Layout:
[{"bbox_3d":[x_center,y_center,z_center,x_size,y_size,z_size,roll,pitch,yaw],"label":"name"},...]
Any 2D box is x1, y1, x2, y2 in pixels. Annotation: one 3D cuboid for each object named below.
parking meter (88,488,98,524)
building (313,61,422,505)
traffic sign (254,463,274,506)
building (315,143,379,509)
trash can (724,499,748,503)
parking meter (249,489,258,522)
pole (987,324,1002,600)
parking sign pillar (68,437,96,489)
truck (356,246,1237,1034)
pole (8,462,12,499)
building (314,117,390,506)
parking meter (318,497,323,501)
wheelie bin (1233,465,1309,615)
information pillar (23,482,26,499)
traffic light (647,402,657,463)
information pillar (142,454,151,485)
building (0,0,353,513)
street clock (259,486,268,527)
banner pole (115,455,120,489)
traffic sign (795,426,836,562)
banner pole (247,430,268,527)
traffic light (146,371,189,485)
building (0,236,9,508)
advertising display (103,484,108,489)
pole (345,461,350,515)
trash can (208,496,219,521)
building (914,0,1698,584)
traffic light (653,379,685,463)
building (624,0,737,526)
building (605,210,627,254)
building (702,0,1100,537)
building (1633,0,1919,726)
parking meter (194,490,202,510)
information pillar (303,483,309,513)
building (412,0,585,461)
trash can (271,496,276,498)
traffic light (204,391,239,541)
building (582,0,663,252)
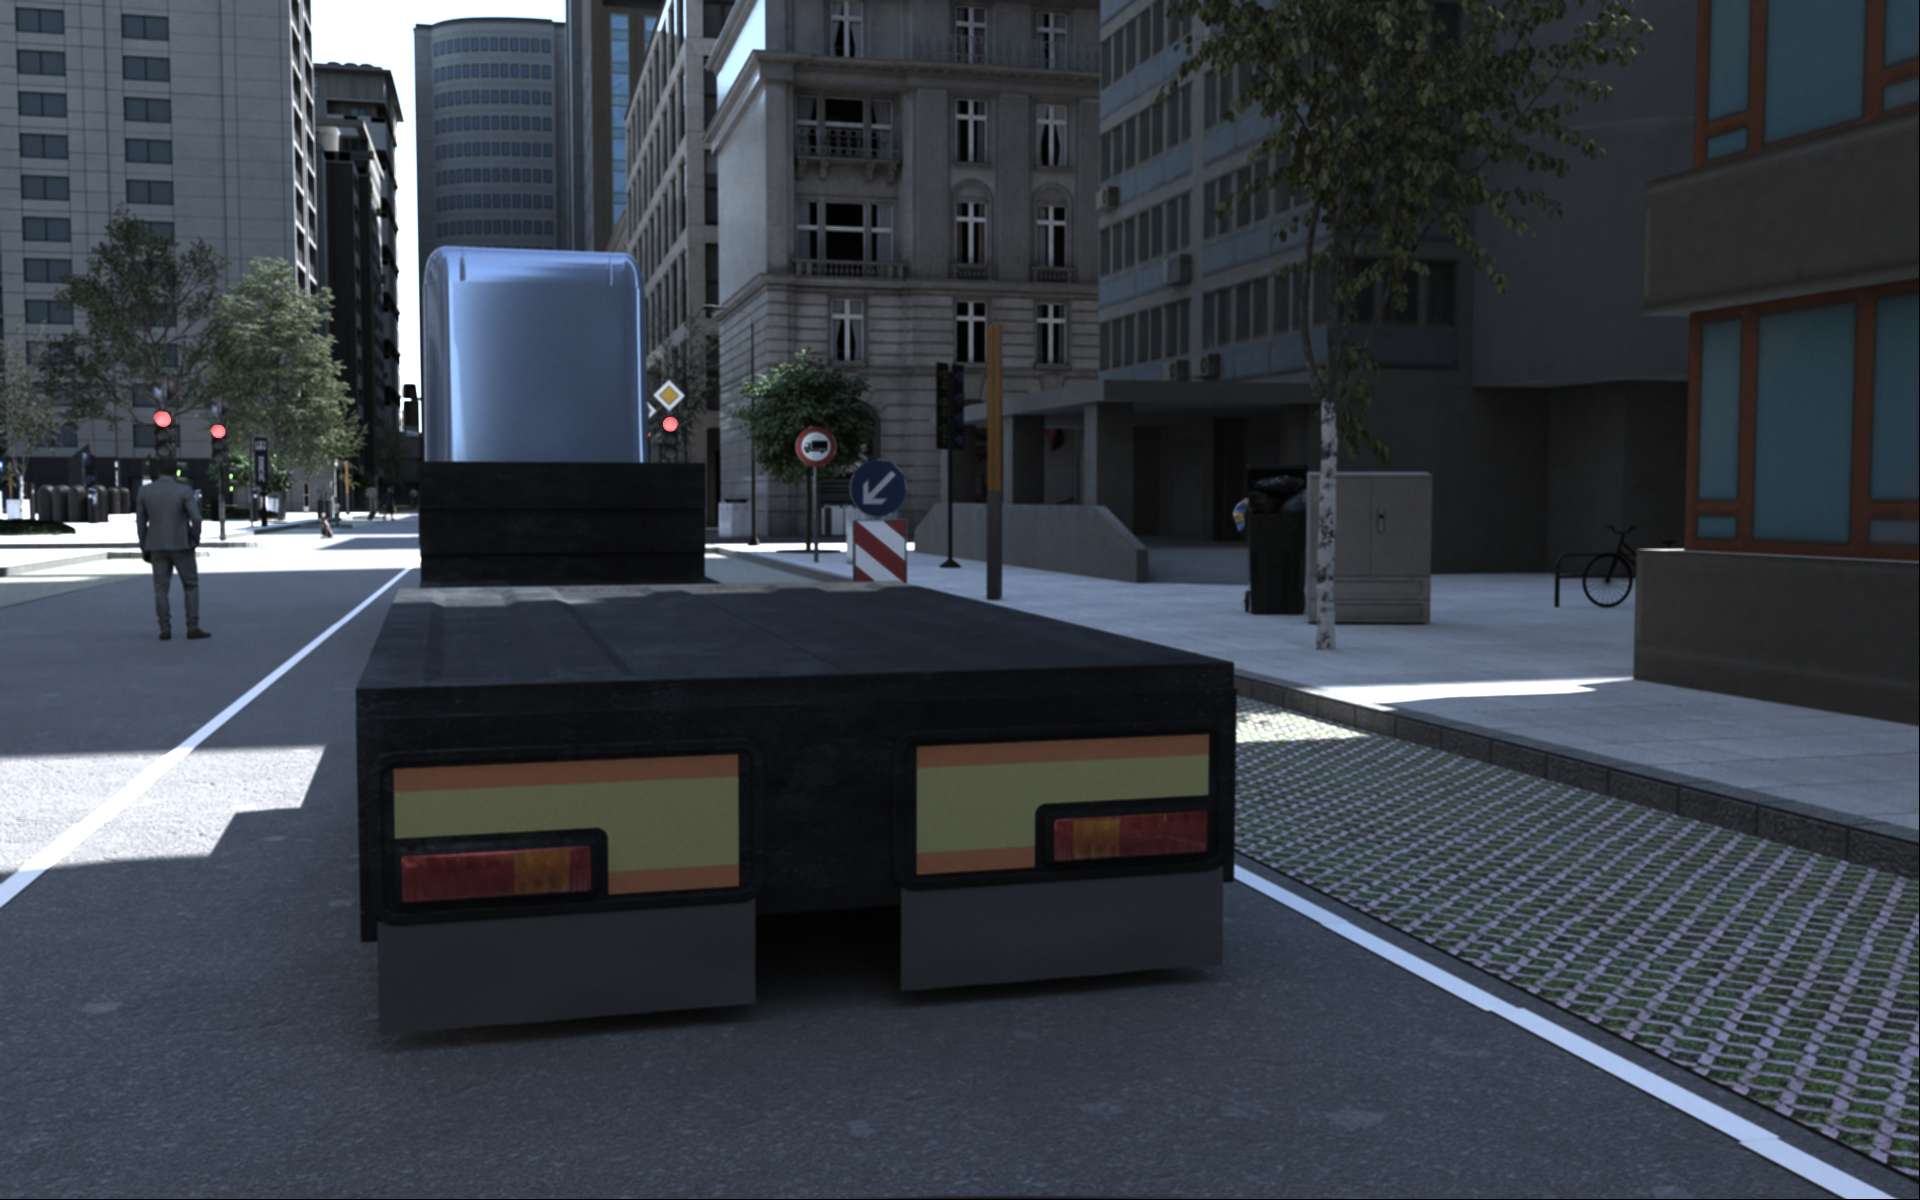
[{"bbox_3d":[-37.622,-4.082,75.153,0.372,1.533,0.369,0,3,0],"label":"parking meter"},{"bbox_3d":[-80.037,-38.016,210.792,27.495,52.752,28.713,-1,4,-15],"label":"building"},{"bbox_3d":[-27.636,-4.200,68.780,0.768,2.556,0.104,0,4,-7],"label":"traffic sign"},{"bbox_3d":[-56.623,-22.796,144.417,14.160,30.474,14.107,-1,4,-15],"label":"building"},{"bbox_3d":[-6.676,-2.448,51.686,0.748,1.137,0.748,0,3,0],"label":"trash can"},{"bbox_3d":[-32.649,-4.381,80.038,0.372,1.533,0.369,0,3,0],"label":"parking meter"},{"bbox_3d":[0.419,-1.659,20.968,0.158,3.312,0.155,0,3,0],"label":"pole"},{"bbox_3d":[-40.762,-5.666,81.112,1.447,3.967,1.447,-2,4,-30],"label":"parking sign pillar"},{"bbox_3d":[-3.009,-1.457,13.574,2.967,4.110,18.799,-1,4,-16],"label":"truck"},{"bbox_3d":[-60.706,-7.150,110.746,0.158,3.312,0.155,0,3,0],"label":"pole"},{"bbox_3d":[-70.062,-29.399,172.562,23.993,40.220,32.217,-1,4,-15],"label":"building"},{"bbox_3d":[-42.695,-6.555,115.591,0.372,1.533,0.369,0,3,0],"label":"parking meter"},{"bbox_3d":[3.431,-0.654,18.595,0.980,1.594,0.693,0,4,6],"label":"wheelie bin"},{"bbox_3d":[-59.026,-6.413,109.349,0.304,2.012,0.304,-1,4,-11],"label":"information pillar"},{"bbox_3d":[-9.192,-3.750,50.235,0.839,4.253,0.868,-1,4,-15],"label":"traffic light"},{"bbox_3d":[-47.330,-6.698,100.868,0.504,3.616,0.183,0,3,0],"label":"information pillar"},{"bbox_3d":[-55.723,-42.007,125.061,20.563,71.187,20.611,-1,4,-15],"label":"building"},{"bbox_3d":[-27.513,-3.907,68.445,0.358,2.002,0.471,-1,4,-11],"label":"street clock"},{"bbox_3d":[-54.183,-7.427,111.448,0.401,3.779,0.863,0,4,-3],"label":"banner pole"},{"bbox_3d":[-2.698,-1.978,32.445,0.768,2.556,0.104,-1,4,-10],"label":"traffic sign"},{"bbox_3d":[-27.440,-4.747,67.629,0.863,3.779,0.401,-2,4,-26],"label":"banner pole"},{"bbox_3d":[-18.125,-3.100,39.600,0.839,4.253,0.868,-1,4,-15],"label":"traffic light"},{"bbox_3d":[-96.820,-31.536,170.233,28.867,44.769,22.147,-1,4,-15],"label":"building"},{"bbox_3d":[-56.941,-6.741,115.436,0.123,1.923,0.974,-2,4,-35],"label":"advertising display"},{"bbox_3d":[-37.275,-6.821,105.366,0.158,3.312,0.155,0,3,0],"label":"pole"},{"bbox_3d":[-34.937,-4.269,81.456,0.748,1.137,0.748,0,3,0],"label":"trash can"},{"bbox_3d":[16.337,-20.955,34.492,32.217,40.220,23.993,-1,4,-15],"label":"building"},{"bbox_3d":[-7.146,-3.278,42.515,0.839,4.253,0.868,-1,4,-15],"label":"traffic light"},{"bbox_3d":[-5.982,-17.348,88.158,19.350,26.468,34.151,-1,4,-15],"label":"building"},{"bbox_3d":[-17.078,-17.035,114.675,11.583,22.565,21.152,-1,4,-15],"label":"building"},{"bbox_3d":[3.888,-13.349,60.063,24.055,21.916,13.314,-1,4,-15],"label":"building"},{"bbox_3d":[21.723,-9.534,0.920,27.650,21.520,28.899,-1,4,-15],"label":"building"},{"bbox_3d":[-44.392,-5.657,100.907,0.372,1.533,0.369,0,3,0],"label":"parking meter"},{"bbox_3d":[-43.415,-6.756,114.954,0.304,2.012,0.304,-3,4,-36],"label":"information pillar"},{"bbox_3d":[-51.994,-41.071,213.515,28.212,58.520,21.231,-1,4,-15],"label":"building"},{"bbox_3d":[-44.724,-6.229,113.491,0.748,1.137,0.748,0,3,0],"label":"trash can"},{"bbox_3d":[-20.171,-3.572,47.319,0.839,4.253,0.868,-1,4,-15],"label":"traffic light"},{"bbox_3d":[-23.657,-30.169,143.374,14.600,45.320,14.200,-1,4,-15],"label":"building"}]
